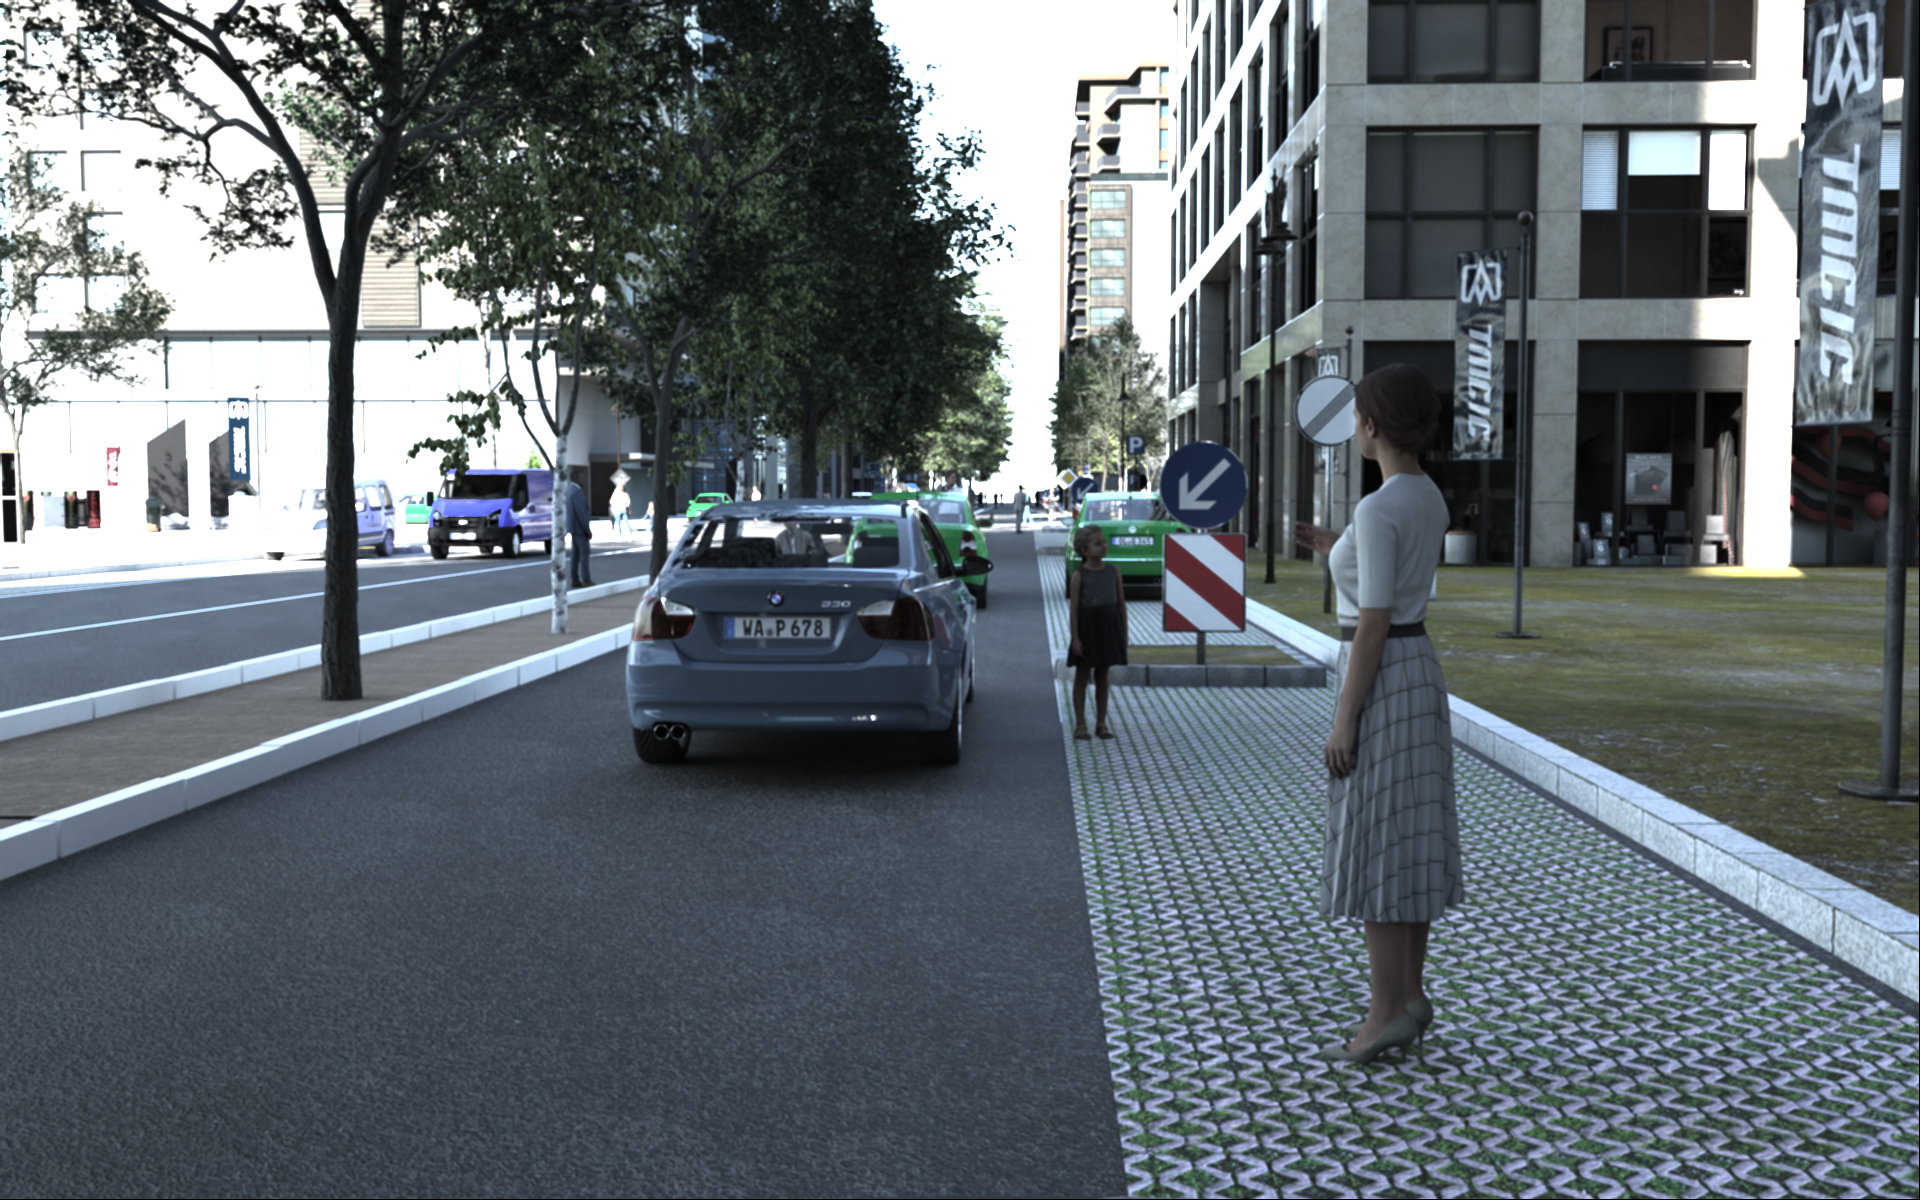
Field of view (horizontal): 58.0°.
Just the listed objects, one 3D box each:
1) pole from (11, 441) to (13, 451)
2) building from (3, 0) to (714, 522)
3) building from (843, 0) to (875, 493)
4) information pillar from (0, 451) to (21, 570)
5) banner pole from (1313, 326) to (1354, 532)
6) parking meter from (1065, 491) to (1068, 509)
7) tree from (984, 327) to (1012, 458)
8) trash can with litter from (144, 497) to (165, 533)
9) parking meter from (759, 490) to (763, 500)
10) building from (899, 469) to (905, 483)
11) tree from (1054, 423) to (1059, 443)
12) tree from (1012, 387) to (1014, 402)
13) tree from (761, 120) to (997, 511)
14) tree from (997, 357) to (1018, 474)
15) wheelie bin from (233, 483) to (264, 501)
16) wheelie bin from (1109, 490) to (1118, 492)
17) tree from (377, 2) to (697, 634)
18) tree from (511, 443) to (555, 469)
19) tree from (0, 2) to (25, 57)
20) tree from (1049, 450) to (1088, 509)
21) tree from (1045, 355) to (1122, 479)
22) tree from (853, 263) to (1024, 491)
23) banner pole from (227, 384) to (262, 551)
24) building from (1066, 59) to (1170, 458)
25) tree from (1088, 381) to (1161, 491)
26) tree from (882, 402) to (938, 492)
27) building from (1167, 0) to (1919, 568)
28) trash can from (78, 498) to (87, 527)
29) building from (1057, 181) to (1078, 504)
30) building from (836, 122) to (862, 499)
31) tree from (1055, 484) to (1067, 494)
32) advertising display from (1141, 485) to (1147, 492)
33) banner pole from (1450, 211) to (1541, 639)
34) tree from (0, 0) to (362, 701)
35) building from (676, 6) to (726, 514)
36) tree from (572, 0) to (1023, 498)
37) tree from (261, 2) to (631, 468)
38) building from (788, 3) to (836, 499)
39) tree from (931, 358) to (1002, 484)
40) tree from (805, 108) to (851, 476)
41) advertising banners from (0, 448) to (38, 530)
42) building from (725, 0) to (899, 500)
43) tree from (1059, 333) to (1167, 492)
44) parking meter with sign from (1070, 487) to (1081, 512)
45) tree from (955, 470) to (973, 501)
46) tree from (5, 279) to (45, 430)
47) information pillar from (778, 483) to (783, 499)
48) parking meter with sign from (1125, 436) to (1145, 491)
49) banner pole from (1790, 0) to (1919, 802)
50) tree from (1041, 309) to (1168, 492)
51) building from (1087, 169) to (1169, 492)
[{"bbox_3d":[-32.806,-4.058,60.191,0.158,3.312,0.155,0,3,0],"label":"pole"},{"bbox_3d":[-28.563,-30.564,88.967,28.713,52.752,27.495,0,4,2],"label":"building"},{"bbox_3d":[-20.989,-47.177,209.596,20.563,71.187,20.611,0,4,2],"label":"building"},{"bbox_3d":[-16.193,-1.524,29.406,0.304,2.012,0.304,3,5,42],"label":"information pillar"},{"bbox_3d":[5.643,-2.202,26.021,0.401,3.779,0.863,-3,5,-40],"label":"banner pole"},{"bbox_3d":[9.123,-8.521,147.730,0.372,1.533,0.369,0,3,0],"label":"parking meter"},{"bbox_3d":[-2.668,-7.657,62.058,8.767,10.594,7.601,0,4,2],"label":"tree"},{"bbox_3d":[-26.806,-2.831,57.674,0.624,1.170,1.055,-2,4,-25],"label":"trash can with litter"},{"bbox_3d":[-12.867,-6.291,111.275,0.372,1.533,0.369,0,3,0],"label":"parking meter"},{"bbox_3d":[-21.168,-26.626,280.366,27.650,21.520,28.899,0,4,2],"label":"building"},{"bbox_3d":[8.340,-10.126,115.926,4.360,8.622,3.978,0,3,0],"label":"tree"},{"bbox_3d":[-1.488,-9.336,89.505,8.767,10.594,7.601,0,4,2],"label":"tree"},{"bbox_3d":[-3.034,-7.757,47.418,7.486,12.596,7.792,0,3,0],"label":"tree"},{"bbox_3d":[0.016,-11.900,115.149,7.486,12.596,7.792,0,3,0],"label":"tree"},{"bbox_3d":[-20.437,-2.558,49.725,0.693,1.594,0.980,0,4,-6],"label":"wheelie bin"},{"bbox_3d":[11.546,-7.515,130.772,0.980,1.594,0.693,1,4,21],"label":"wheelie bin"},{"bbox_3d":[-4.124,-3.968,17.699,4.737,8.622,4.395,0,3,0],"label":"tree"},{"bbox_3d":[-15.847,-4.294,64.812,1.663,3.219,1.824,0,3,0],"label":"tree"},{"bbox_3d":[-15.818,-10.122,21.381,12.611,20.169,13.585,0,3,0],"label":"tree"},{"bbox_3d":[9.859,-12.180,149.509,4.737,8.622,4.395,0,3,0],"label":"tree"},{"bbox_3d":[10.170,-13.591,140.332,7.486,12.596,7.792,0,3,0],"label":"tree"},{"bbox_3d":[-1.543,-10.447,79.920,9.857,13.997,8.962,0,3,0],"label":"tree"},{"bbox_3d":[-16.191,-3.018,39.364,0.863,3.779,0.401,-1,4,-12],"label":"banner pole"},{"bbox_3d":[22.731,-32.077,179.076,22.147,44.769,28.867,0,4,2],"label":"building"},{"bbox_3d":[10.706,-9.737,109.564,4.737,8.622,4.395,0,3,0],"label":"tree"},{"bbox_3d":[-2.304,-6.286,55.597,4.360,8.622,3.978,0,3,0],"label":"tree"},{"bbox_3d":[16.603,-14.788,46.298,19.350,26.468,34.151,0,4,2],"label":"building"},{"bbox_3d":[-34.306,-3.426,67.667,0.748,1.137,0.748,0,3,0],"label":"trash can"},{"bbox_3d":[21.293,-36.981,254.750,14.600,45.320,14.200,0,4,2],"label":"building"},{"bbox_3d":[-22.407,-34.562,188.782,21.300,48.544,21.600,0,4,2],"label":"building"},{"bbox_3d":[11.642,-12.626,201.041,1.663,3.219,1.824,0,3,0],"label":"tree"},{"bbox_3d":[12.555,-6.996,119.590,0.123,1.923,0.974,-2,4,-33],"label":"advertising display"},{"bbox_3d":[4.820,-1.563,15.573,0.863,3.779,0.401,3,4,38],"label":"banner pole"},{"bbox_3d":[-4.341,-4.558,11.386,8.767,10.594,7.601,0,4,2],"label":"tree"},{"bbox_3d":[-23.877,-49.681,124.958,22.319,86.520,31.000,0,4,2],"label":"building"},{"bbox_3d":[-3.412,-7.298,38.789,9.611,12.733,9.660,0,3,0],"label":"tree"},{"bbox_3d":[-16.147,-12.181,55.046,12.611,20.169,13.585,0,3,0],"label":"tree"},{"bbox_3d":[-23.777,-37.989,163.120,21.231,58.520,28.212,0,4,2],"label":"building"},{"bbox_3d":[-0.808,-10.873,105.993,9.928,11.665,9.643,0,3,0],"label":"tree"},{"bbox_3d":[-3.880,-4.734,30.213,4.737,8.622,4.395,0,3,0],"label":"tree"},{"bbox_3d":[-36.065,-4.332,67.014,0.090,3.025,2.074,2,4,30],"label":"advertising banners"},{"bbox_3d":[-19.642,-57.195,247.813,22.319,86.520,31.000,0,4,2],"label":"building"},{"bbox_3d":[7.625,-7.899,79.504,4.360,8.622,3.978,0,3,0],"label":"tree"},{"bbox_3d":[8.739,-7.834,124.349,1.738,3.016,0.543,-1,4,-12],"label":"parking meter with sign"},{"bbox_3d":[0.585,-11.344,138.289,4.737,8.622,4.395,0,3,0],"label":"tree"},{"bbox_3d":[-30.116,-6.263,52.755,4.360,8.622,3.978,0,3,0],"label":"tree"},{"bbox_3d":[-12.436,-7.059,119.903,0.304,2.012,0.304,-1,4,-11],"label":"information pillar"},{"bbox_3d":[5.290,-3.456,52.769,0.543,3.016,1.738,0,4,2],"label":"parking meter with sign"},{"bbox_3d":[3.915,-1.070,7.511,0.401,3.779,0.863,-1,4,-14],"label":"banner pole"},{"bbox_3d":[7.470,-9.321,86.806,7.601,10.594,8.767,1,4,11],"label":"tree"},{"bbox_3d":[18.596,-23.635,158.130,14.160,30.474,14.107,0,4,2],"label":"building"}]
